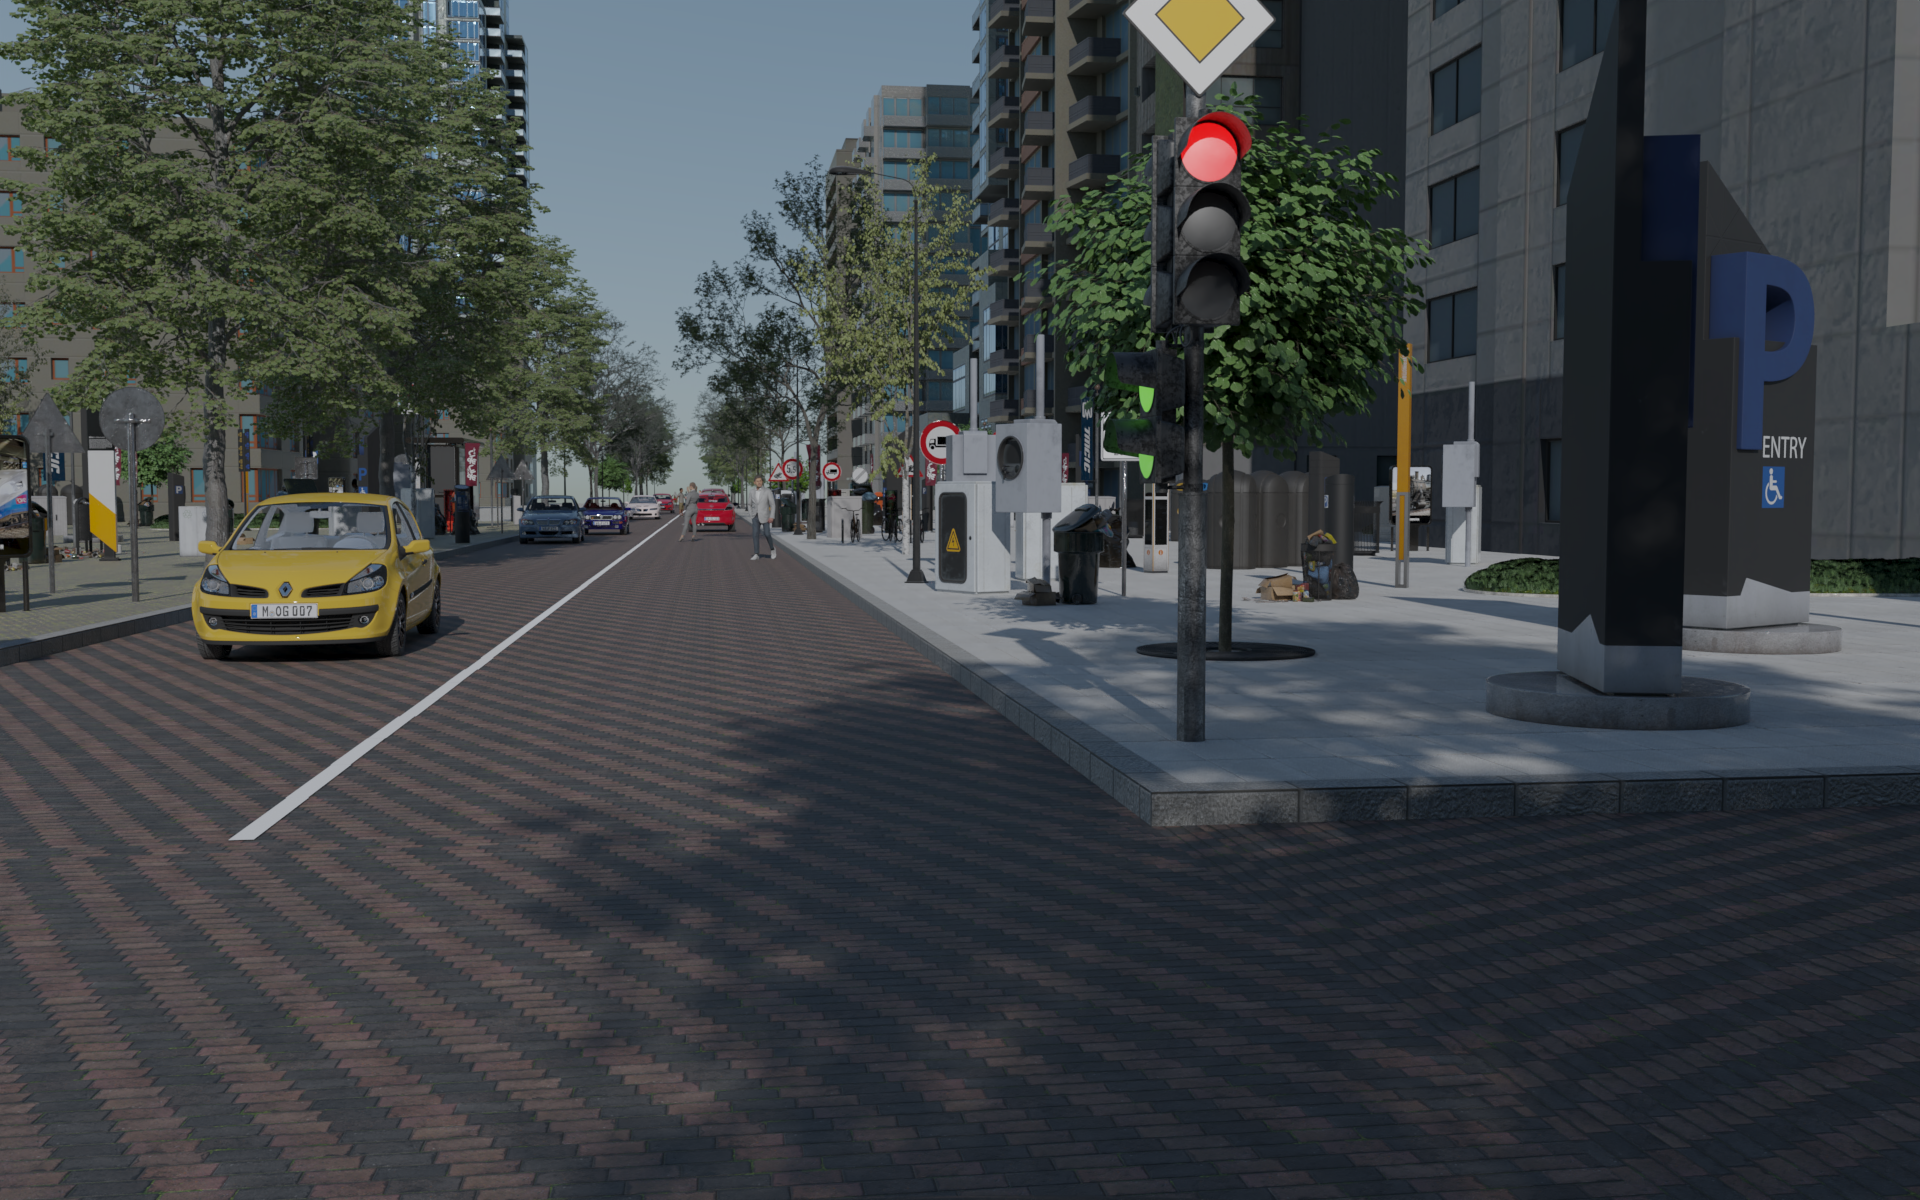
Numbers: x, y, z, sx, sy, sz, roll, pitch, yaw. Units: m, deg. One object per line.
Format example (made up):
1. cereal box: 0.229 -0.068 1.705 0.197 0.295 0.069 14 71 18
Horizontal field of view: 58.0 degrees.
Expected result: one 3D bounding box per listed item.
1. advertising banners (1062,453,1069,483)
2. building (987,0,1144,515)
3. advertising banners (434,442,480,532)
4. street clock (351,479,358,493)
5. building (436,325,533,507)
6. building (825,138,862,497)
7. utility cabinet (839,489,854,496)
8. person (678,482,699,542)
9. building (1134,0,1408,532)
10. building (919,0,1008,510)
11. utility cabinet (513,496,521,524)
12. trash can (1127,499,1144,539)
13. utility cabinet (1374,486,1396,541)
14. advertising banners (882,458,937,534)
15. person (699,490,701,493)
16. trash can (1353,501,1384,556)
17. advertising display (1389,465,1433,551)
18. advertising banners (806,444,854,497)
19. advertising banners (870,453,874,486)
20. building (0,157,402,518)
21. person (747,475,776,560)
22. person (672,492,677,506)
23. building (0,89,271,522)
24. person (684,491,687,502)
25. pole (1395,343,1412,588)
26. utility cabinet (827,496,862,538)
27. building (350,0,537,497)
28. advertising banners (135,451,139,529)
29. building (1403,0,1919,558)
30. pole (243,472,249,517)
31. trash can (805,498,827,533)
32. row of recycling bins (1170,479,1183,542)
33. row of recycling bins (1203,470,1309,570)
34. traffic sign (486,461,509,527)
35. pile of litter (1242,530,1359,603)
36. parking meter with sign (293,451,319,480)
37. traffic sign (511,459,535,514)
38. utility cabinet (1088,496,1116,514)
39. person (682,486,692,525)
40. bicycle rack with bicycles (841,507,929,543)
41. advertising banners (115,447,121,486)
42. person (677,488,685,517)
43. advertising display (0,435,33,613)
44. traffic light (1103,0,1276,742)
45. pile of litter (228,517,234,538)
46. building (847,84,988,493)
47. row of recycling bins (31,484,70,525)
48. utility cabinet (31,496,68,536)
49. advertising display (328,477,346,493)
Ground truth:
1. advertising banners: 4.046 -4.762 74.039 0.090 3.025 2.074 -2 4 -32
2. building: 13.461 -27.385 102.366 22.147 44.769 28.867 -1 4 -8
3. advertising banners: -17.231 -3.811 58.501 2.074 3.025 0.090 -2 4 -27
4. street clock: -28.206 -4.677 81.032 0.471 2.002 0.358 2 4 29
5. building: -62.414 -21.048 189.173 27.650 21.520 28.899 -1 4 -8
6. building: -6.661 -37.268 233.034 21.300 48.544 21.600 -1 4 -8
7. utility cabinet: -4.855 -4.213 77.558 0.318 1.500 1.173 3 5 45
8. person: -8.184 -2.656 52.197 0.573 1.790 0.520 1 4 16
9. building: 13.598 -17.925 64.772 14.160 30.474 14.107 -1 4 -8
10. building: 9.213 -50.075 131.405 22.319 86.520 31.000 -1 4 -8
11. utility cabinet: -18.941 -3.847 74.058 0.306 1.237 1.020 -1 4 -17
12. trash can: 5.076 -2.355 50.164 0.748 1.137 0.748 0 3 0
13. utility cabinet: 11.641 -2.309 46.434 0.318 1.500 1.173 -3 4 -36
14. advertising banners: -1.585 -3.656 55.971 2.074 3.025 0.090 2 4 26
15. person: -22.485 -8.584 149.373 0.617 1.759 0.750 2 4 30
16. trash can: 8.420 -1.491 36.028 0.748 1.137 0.748 0 3 0
17. advertising display: 10.120 -2.061 38.918 0.974 1.923 0.123 -1 4 -9
18. advertising banners: -4.392 -3.967 61.056 2.074 3.025 0.090 0 4 -1
19. advertising banners: -4.022 -4.847 75.435 0.090 3.025 2.074 -1 4 -16
20. building: -53.385 -16.869 120.849 27.650 21.520 28.899 -1 4 -8
21. person: -4.333 -1.807 37.890 0.661 1.843 0.795 1 4 17
22. person: -35.097 -12.484 213.348 1.217 1.736 0.721 -1 4 -15
23. building: -48.299 -15.131 92.432 27.650 21.520 28.899 -1 4 -8
24. person: -36.324 -13.530 229.804 1.350 1.814 0.705 -3 4 -38
25. pole: 6.047 -1.820 23.601 0.158 3.312 0.155 0 3 0
26. utility cabinet: -3.408 -2.443 51.103 1.020 1.237 0.306 -2 4 -29
27. building: -64.784 -55.368 217.942 22.319 86.520 31.000 -1 4 -8
28. advertising banners: -30.660 -4.177 64.487 0.090 3.025 2.074 -2 4 -26
29. building: 22.598 -36.361 32.760 20.611 71.187 20.563 -1 4 -8
30. pole: -30.240 -4.864 73.365 0.158 3.312 0.155 0 3 0
31. trash can: -4.784 -2.805 57.523 0.748 1.137 0.748 0 3 0
32. row of recycling bins: 6.984 -2.375 45.948 1.069 1.692 3.534 -3 5 -39
33. row of recycling bins: 5.607 -1.441 30.681 1.069 1.692 3.534 3 5 42
34. traffic sign: -18.075 -4.140 67.685 0.884 2.594 0.081 0 4 -4
35. pile of litter: 4.144 -0.435 21.079 1.719 0.858 1.176 -1 4 -22
36. parking meter with sign: -25.917 -4.398 68.170 0.543 3.016 1.738 1 4 10
37. traffic sign: -16.192 -3.924 64.153 0.884 2.594 0.081 0 4 -7
38. utility cabinet: 3.970 -2.340 49.417 1.020 1.237 0.306 -3 4 -36
39. person: -12.657 -4.408 80.750 0.526 1.800 0.537 -2 4 -31
40. bicycle rack with bicycles: -2.110 -2.000 46.089 2.852 0.926 2.925 0 4 -3
41. advertising banners: -27.407 -3.620 55.379 2.074 3.025 0.090 2 4 31
42. person: -17.382 -6.099 108.213 0.705 1.824 1.348 1 4 23
43. advertising display: -10.497 -0.819 18.612 0.123 1.923 0.974 3 4 37
44. traffic light: 1.184 -1.223 8.909 0.839 4.253 0.868 -1 4 -8
45. pile of litter: -18.690 -1.866 44.481 1.176 0.858 1.719 0 4 -4
46. building: -1.091 -35.924 206.961 23.786 49.044 30.456 -1 4 -8
47. row of recycling bins: -37.749 -3.894 70.778 3.534 1.692 1.069 -3 4 -37
48. utility cabinet: -28.277 -2.602 53.712 0.306 1.237 1.020 3 5 43
49. advertising display: -23.994 -3.764 66.747 0.974 1.923 0.123 3 4 37
